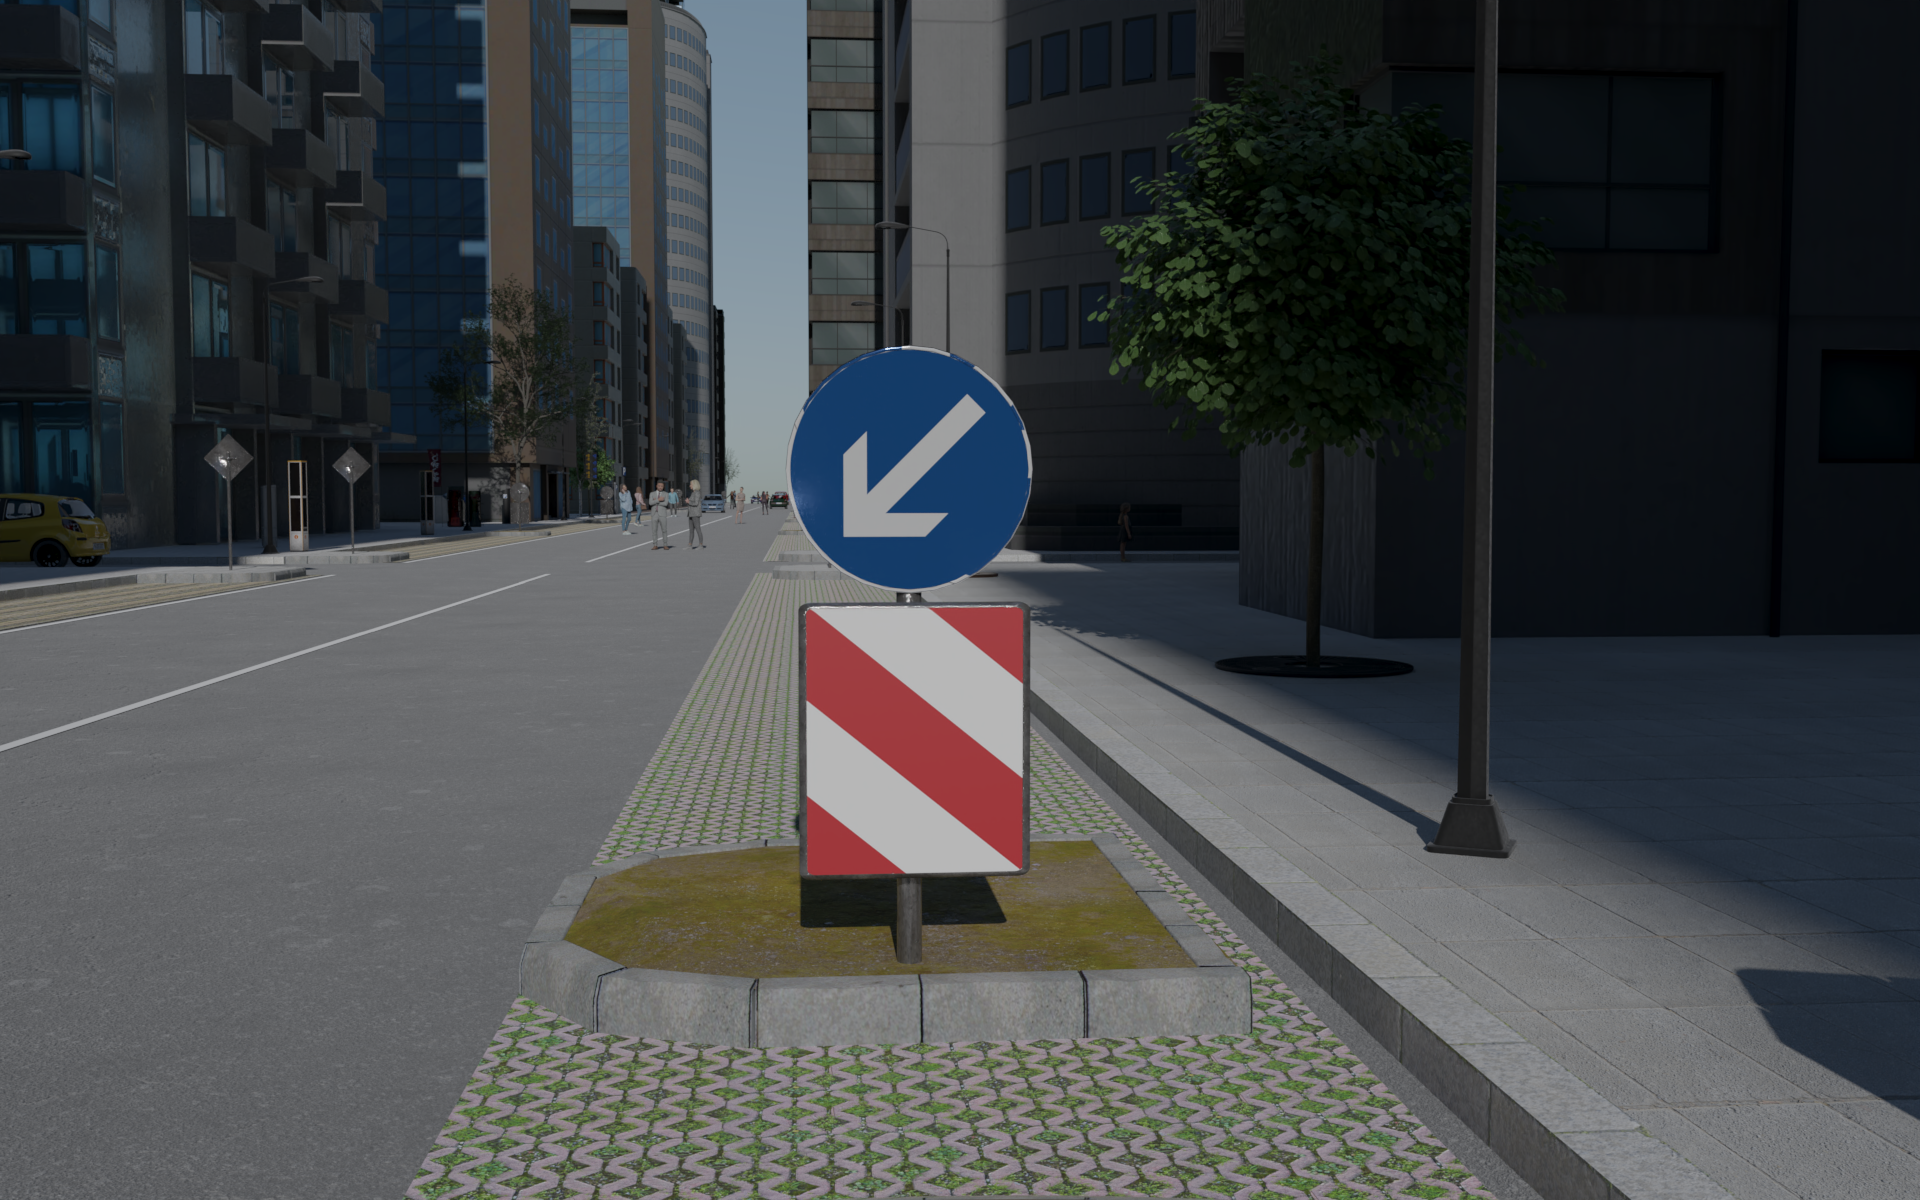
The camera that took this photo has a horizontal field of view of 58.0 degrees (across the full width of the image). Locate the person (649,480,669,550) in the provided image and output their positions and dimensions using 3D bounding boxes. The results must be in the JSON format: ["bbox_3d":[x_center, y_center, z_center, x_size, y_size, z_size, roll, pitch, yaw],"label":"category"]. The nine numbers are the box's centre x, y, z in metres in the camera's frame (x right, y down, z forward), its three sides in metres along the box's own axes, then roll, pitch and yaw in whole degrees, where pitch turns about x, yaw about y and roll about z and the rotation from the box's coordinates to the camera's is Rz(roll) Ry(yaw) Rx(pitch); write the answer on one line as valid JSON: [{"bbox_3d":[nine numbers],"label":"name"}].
[{"bbox_3d":[-7.715,-2.186,44.426,0.511,1.800,0.466,-1,4,-16],"label":"person"}]

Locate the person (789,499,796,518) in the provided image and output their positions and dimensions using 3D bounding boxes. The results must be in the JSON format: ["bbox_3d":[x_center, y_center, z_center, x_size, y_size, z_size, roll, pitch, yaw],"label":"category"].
[{"bbox_3d":[-9.689,-5.704,101.873,0.709,1.813,0.853,-1,4,-15],"label":"person"}]

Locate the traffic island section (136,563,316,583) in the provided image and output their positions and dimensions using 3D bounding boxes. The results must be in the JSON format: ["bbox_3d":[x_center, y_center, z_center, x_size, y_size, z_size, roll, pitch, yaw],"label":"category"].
[{"bbox_3d":[-12.285,-0.419,29.131,2.009,0.180,2.903,0,4,-5],"label":"traffic island section"}]

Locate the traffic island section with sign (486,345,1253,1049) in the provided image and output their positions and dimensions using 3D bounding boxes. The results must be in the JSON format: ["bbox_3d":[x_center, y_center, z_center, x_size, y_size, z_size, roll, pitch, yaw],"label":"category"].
[{"bbox_3d":[-0.306,0.197,5.415,1.989,1.847,2.006,0,4,-5],"label":"traffic island section with sign"}]

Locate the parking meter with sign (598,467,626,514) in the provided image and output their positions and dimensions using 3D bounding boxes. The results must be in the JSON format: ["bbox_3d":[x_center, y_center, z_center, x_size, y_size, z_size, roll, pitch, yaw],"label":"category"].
[{"bbox_3d":[-22.446,-7.052,111.560,1.738,3.016,0.543,1,4,8],"label":"parking meter with sign"}]

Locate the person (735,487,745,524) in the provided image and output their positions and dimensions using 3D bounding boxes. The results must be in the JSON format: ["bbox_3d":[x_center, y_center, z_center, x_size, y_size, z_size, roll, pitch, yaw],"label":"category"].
[{"bbox_3d":[-10.492,-4.522,82.773,0.599,1.781,0.374,-2,4,-29],"label":"person"}]

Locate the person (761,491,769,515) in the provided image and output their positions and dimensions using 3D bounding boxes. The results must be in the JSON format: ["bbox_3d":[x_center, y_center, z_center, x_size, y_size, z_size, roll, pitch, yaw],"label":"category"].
[{"bbox_3d":[-13.421,-6.676,119.114,0.415,1.643,0.593,3,5,44],"label":"person"}]

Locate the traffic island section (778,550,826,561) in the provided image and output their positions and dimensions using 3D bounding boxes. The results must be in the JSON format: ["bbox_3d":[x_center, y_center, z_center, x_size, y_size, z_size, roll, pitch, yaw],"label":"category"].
[{"bbox_3d":[-2.967,-0.961,37.998,2.009,0.180,2.903,0,4,-5],"label":"traffic island section"}]

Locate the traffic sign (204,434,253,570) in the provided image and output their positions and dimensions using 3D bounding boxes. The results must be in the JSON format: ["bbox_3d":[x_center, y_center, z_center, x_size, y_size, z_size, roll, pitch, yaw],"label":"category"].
[{"bbox_3d":[-12.263,-1.555,29.071,0.795,2.450,0.064,0,4,-5],"label":"traffic sign"}]

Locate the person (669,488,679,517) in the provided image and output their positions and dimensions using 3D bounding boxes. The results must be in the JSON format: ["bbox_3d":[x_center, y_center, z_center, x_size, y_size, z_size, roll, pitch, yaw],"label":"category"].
[{"bbox_3d":[-18.053,-6.151,109.091,0.660,1.820,0.620,0,4,-7],"label":"person"}]

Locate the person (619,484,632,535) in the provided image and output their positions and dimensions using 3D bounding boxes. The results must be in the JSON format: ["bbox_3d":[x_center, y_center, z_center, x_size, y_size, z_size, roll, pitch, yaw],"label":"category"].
[{"bbox_3d":[-11.798,-3.200,61.085,0.793,1.790,0.793,0,4,-4],"label":"person"}]

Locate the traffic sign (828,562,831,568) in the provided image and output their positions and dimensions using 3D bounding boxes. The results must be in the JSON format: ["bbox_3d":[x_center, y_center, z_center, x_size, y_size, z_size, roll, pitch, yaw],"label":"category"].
[{"bbox_3d":[-2.259,-1.610,29.967,0.795,2.450,0.064,0,4,-5],"label":"traffic sign"}]

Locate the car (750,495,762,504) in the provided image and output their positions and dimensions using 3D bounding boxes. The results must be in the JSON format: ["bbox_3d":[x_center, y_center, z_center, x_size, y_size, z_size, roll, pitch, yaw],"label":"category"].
[{"bbox_3d":[-30.527,-15.149,260.264,1.945,1.354,3.894,0,4,-4],"label":"car"}]

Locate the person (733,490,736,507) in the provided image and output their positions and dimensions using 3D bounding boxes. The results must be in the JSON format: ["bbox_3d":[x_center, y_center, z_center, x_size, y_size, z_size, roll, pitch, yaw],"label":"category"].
[{"bbox_3d":[-24.095,-10.800,185.070,0.705,1.826,1.348,0,4,4],"label":"person"}]

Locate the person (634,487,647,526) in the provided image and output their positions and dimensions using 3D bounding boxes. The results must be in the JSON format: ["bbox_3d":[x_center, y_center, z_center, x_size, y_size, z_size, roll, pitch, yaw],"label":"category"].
[{"bbox_3d":[-14.222,-4.131,76.632,0.643,1.750,0.593,-3,5,-41],"label":"person"}]

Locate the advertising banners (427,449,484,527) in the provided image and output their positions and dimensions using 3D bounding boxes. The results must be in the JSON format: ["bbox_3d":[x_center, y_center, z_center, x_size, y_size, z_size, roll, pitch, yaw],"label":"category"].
[{"bbox_3d":[-19.576,-4.343,67.192,2.074,3.025,0.090,-1,4,-9],"label":"advertising banners"}]

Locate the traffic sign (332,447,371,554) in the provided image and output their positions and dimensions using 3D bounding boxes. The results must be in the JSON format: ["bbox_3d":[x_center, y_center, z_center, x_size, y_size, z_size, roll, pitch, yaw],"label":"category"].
[{"bbox_3d":[-12.994,-2.042,37.023,0.795,2.450,0.064,0,4,-5],"label":"traffic sign"}]

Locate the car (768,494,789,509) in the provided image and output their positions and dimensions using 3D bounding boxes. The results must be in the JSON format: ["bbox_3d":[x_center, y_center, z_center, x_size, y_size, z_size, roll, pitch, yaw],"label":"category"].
[{"bbox_3d":[-17.463,-9.591,166.597,2.009,1.686,4.222,0,4,-7],"label":"car"}]

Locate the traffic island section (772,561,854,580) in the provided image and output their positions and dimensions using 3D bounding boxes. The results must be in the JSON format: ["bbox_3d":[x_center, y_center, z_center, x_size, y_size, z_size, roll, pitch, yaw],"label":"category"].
[{"bbox_3d":[-2.236,-0.475,30.047,2.009,0.180,2.903,0,4,-5],"label":"traffic island section"}]

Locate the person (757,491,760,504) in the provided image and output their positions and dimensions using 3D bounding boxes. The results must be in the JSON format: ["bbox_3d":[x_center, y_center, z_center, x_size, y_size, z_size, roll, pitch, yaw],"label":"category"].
[{"bbox_3d":[-28.740,-14.582,246.932,0.705,1.822,1.348,0,4,2],"label":"person"}]

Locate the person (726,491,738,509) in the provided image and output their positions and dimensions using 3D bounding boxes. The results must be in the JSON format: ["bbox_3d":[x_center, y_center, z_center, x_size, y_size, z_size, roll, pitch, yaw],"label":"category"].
[{"bbox_3d":[-21.514,-9.435,163.582,1.217,1.723,0.721,-1,4,-19],"label":"person"}]

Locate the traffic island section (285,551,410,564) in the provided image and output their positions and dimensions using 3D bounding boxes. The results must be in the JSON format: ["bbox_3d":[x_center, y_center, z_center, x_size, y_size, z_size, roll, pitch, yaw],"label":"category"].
[{"bbox_3d":[-13.016,-0.905,37.083,2.009,0.180,2.903,0,4,-5],"label":"traffic island section"}]

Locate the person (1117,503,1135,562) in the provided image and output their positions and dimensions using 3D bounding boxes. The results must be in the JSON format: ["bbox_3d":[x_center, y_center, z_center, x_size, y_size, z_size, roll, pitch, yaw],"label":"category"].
[{"bbox_3d":[3.506,-1.428,36.523,0.373,1.253,0.362,0,4,-2],"label":"person"}]

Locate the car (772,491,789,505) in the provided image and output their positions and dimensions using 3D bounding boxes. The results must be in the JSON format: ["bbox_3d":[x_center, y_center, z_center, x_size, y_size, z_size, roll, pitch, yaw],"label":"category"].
[{"bbox_3d":[-23.126,-13.140,223.513,2.281,1.827,5.304,0,4,-7],"label":"car"}]

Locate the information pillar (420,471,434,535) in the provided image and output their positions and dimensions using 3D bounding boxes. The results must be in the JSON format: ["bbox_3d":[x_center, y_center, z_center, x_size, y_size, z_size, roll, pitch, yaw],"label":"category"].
[{"bbox_3d":[-16.734,-3.050,54.367,0.304,2.012,0.304,3,4,38],"label":"information pillar"}]

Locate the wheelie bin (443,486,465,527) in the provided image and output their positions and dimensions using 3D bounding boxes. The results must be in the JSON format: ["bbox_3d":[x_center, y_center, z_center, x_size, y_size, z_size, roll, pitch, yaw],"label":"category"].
[{"bbox_3d":[-19.831,-3.681,68.093,0.980,1.594,0.693,0,4,-7],"label":"wheelie bin"}]

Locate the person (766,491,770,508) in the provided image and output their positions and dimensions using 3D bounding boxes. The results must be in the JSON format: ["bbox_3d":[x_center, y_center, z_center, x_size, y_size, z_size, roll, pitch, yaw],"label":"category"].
[{"bbox_3d":[-20.404,-10.688,183.968,1.217,1.735,0.721,3,5,43],"label":"person"}]

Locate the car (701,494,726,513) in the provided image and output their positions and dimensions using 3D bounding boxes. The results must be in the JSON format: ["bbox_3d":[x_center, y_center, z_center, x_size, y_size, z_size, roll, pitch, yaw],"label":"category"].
[{"bbox_3d":[-18.936,-7.396,132.929,2.014,1.417,4.499,0,4,-6],"label":"car"}]

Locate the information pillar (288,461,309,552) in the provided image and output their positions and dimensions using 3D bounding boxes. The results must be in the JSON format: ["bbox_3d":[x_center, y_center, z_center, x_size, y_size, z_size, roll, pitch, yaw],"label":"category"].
[{"bbox_3d":[-14.644,-2.070,38.328,0.304,2.012,0.304,0,4,2],"label":"information pillar"}]

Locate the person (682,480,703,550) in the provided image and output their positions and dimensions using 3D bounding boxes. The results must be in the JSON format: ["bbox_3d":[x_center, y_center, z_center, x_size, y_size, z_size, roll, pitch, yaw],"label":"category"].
[{"bbox_3d":[-6.868,-2.193,44.540,0.526,1.800,0.537,-1,4,-15],"label":"person"}]

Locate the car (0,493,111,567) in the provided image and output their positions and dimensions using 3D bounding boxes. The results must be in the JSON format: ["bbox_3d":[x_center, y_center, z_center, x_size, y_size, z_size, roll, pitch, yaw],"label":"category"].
[{"bbox_3d":[-18.381,-1.388,32.912,3.980,1.641,2.015,0,4,-3],"label":"car"}]

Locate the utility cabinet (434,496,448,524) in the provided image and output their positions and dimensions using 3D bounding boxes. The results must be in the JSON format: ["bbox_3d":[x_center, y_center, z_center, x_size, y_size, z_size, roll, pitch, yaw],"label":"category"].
[{"bbox_3d":[-22.687,-3.961,75.930,0.306,1.237,1.020,2,4,32],"label":"utility cabinet"}]

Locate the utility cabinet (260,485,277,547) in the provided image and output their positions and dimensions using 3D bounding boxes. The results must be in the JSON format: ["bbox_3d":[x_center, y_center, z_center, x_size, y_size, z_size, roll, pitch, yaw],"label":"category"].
[{"bbox_3d":[-16.615,-2.014,41.601,0.318,1.500,1.173,-2,4,-24],"label":"utility cabinet"}]
